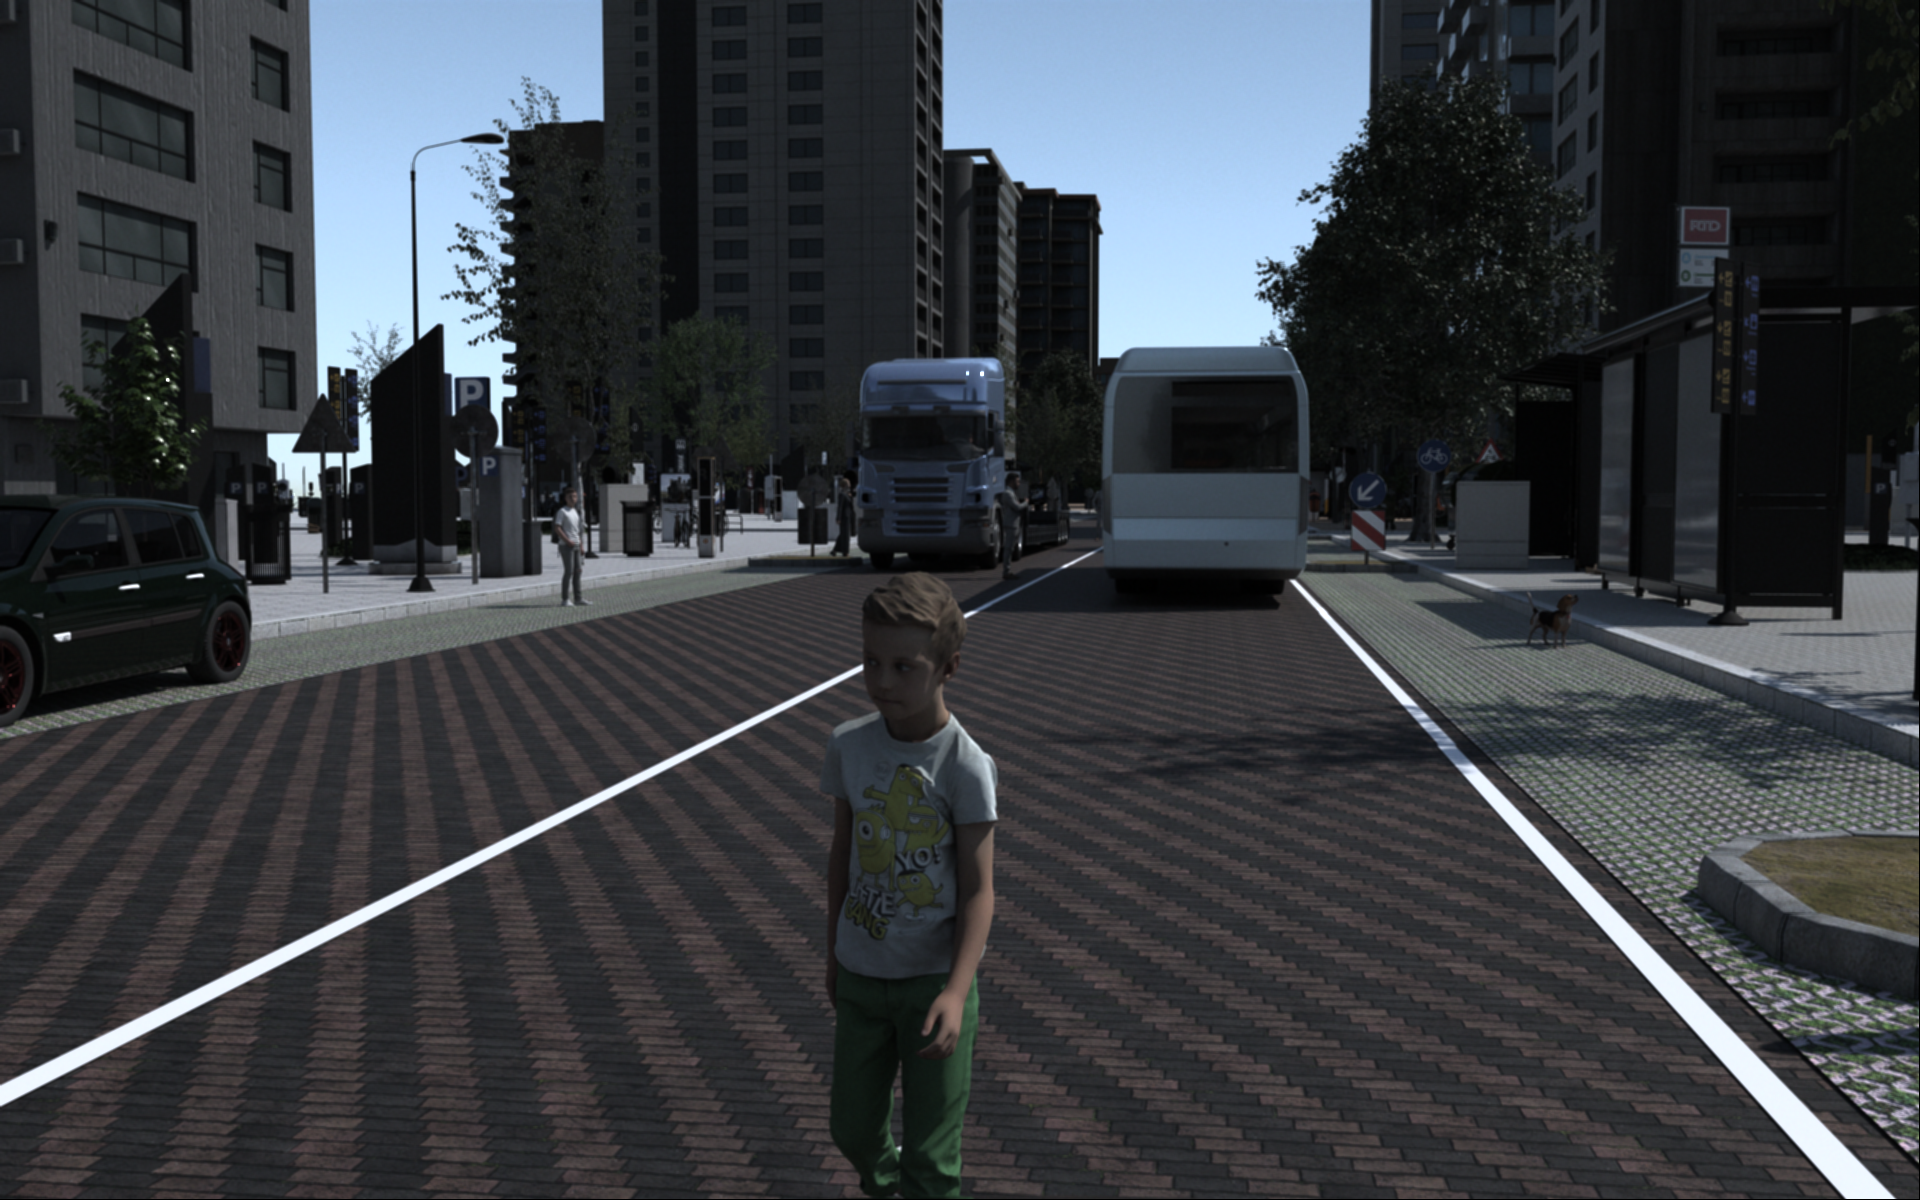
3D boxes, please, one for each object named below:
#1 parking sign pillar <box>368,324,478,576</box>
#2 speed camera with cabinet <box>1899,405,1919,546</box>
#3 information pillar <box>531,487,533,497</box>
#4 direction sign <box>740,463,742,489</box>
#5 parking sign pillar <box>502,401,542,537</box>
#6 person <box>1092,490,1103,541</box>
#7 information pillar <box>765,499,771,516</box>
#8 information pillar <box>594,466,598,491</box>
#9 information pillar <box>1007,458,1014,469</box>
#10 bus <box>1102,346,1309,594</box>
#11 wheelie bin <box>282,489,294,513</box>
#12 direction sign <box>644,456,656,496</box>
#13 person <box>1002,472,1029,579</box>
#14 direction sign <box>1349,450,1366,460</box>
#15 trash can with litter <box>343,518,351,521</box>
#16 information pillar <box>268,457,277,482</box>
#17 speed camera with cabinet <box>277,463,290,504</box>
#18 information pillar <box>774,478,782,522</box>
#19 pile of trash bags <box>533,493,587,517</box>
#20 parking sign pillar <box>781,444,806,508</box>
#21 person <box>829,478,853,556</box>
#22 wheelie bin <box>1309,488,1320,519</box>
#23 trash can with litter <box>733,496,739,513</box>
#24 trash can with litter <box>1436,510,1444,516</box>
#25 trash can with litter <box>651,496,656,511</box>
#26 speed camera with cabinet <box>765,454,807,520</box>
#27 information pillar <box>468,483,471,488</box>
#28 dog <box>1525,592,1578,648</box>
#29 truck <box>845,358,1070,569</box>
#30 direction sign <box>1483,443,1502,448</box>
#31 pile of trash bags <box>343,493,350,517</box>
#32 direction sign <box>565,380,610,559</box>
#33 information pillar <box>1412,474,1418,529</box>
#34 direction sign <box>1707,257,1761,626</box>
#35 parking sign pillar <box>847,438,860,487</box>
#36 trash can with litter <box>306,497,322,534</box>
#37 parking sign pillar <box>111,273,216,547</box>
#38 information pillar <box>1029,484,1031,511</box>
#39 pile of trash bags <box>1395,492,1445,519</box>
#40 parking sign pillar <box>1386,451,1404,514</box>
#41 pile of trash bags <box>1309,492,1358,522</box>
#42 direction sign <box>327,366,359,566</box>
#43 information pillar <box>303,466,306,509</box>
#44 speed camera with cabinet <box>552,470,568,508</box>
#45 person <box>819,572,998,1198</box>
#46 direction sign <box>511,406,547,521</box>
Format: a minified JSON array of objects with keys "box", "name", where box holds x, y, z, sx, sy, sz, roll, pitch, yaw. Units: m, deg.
[{"box":[-8.791,-2.409,27.854,1.447,3.967,1.447,1,4,18],"name":"parking sign pillar"},{"box":[21.609,-2.661,37.838,0.660,3.252,2.038,-1,4,-22],"name":"speed camera with cabinet"},{"box":[-31.629,-7.513,127.322,0.304,2.012,0.304,3,5,42],"name":"information pillar"},{"box":[-16.219,-8.341,128.379,0.379,3.537,0.876,-1,4,-18],"name":"direction sign"},{"box":[-13.099,-3.831,51.108,1.447,3.967,1.447,0,4,2],"name":"parking sign pillar"},{"box":[4.415,-2.742,53.433,0.635,1.810,0.391,-1,4,-15],"name":"person"},{"box":[-11.348,-5.972,102.139,0.304,2.012,0.304,-1,4,-16],"name":"information pillar"},{"box":[-29.954,-9.247,142.542,0.183,3.616,0.504,-3,5,-43],"name":"information pillar"},{"box":[3.279,-7.342,111.403,0.504,3.616,0.183,-2,4,-27],"name":"information pillar"},{"box":[3.846,-2.038,28.187,2.948,3.499,13.247,0,4,7],"name":"bus"},{"box":[-45.892,-6.742,118.146,0.980,1.594,0.693,0,4,-5],"name":"wheelie bin"},{"box":[-18.552,-6.749,102.337,0.876,3.537,0.379,-1,4,-15],"name":"direction sign"},{"box":[0.933,-1.259,29.265,0.466,1.800,0.511,0,4,-5],"name":"person"},{"box":[20.398,-5.927,88.896,0.876,3.537,0.379,1,4,16],"name":"direction sign"},{"box":[-29.329,-4.356,82.276,2.233,1.210,1.678,0,4,4],"name":"trash can with litter"},{"box":[-42.732,-7.113,107.644,0.504,3.616,0.183,-2,4,-29],"name":"information pillar"},{"box":[-43.546,-7.049,109.580,2.038,3.252,0.660,-1,4,-12],"name":"speed camera with cabinet"},{"box":[-8.415,-4.619,80.017,0.304,2.012,0.304,-1,4,-19],"name":"information pillar"},{"box":[-22.518,-5.300,96.409,3.447,1.369,1.912,-1,4,-20],"name":"pile of trash bags"},{"box":[-8.898,-6.378,92.757,1.447,3.967,1.447,1,4,13],"name":"parking sign pillar"},{"box":[-2.579,-1.776,37.958,0.534,1.772,0.576,-1,4,-15],"name":"person"},{"box":[17.858,-4.868,87.500,0.693,1.594,0.980,1,4,14],"name":"wheelie bin"},{"box":[-14.807,-6.641,119.634,2.233,1.210,1.678,-2,4,-26],"name":"trash can with litter"},{"box":[28.117,-5.531,101.489,2.233,1.210,1.678,-1,4,-21],"name":"trash can with litter"},{"box":[-22.664,-7.025,126.239,1.055,1.170,0.624,0,4,7],"name":"trash can with litter"},{"box":[-8.731,-5.618,86.197,2.038,3.252,0.660,2,4,31],"name":"speed camera with cabinet"},{"box":[-33.831,-7.060,119.928,0.304,2.012,0.304,3,4,38],"name":"information pillar"},{"box":[5.520,0.190,16.174,0.540,0.507,0.406,2,4,30],"name":"dog"},{"box":[0.555,-3.082,40.149,2.967,4.110,18.799,1,4,8],"name":"truck"},{"box":[23.703,-5.207,77.124,0.876,3.537,0.379,1,4,17],"name":"direction sign"},{"box":[-31.807,-4.993,91.381,3.447,1.369,1.912,1,4,10],"name":"pile of trash bags"},{"box":[-7.407,-2.601,34.526,0.876,3.537,0.379,0,4,0],"name":"direction sign"},{"box":[16.489,-3.532,62.247,0.304,2.012,0.304,-2,4,-29],"name":"information pillar"},{"box":[7.550,-1.524,16.915,0.876,3.537,0.379,-3,5,-40],"name":"direction sign"},{"box":[-4.490,-5.465,77.831,1.447,3.967,1.447,3,5,43],"name":"parking sign pillar"},{"box":[-21.038,-2.766,56.618,0.624,1.170,1.055,-1,4,-17],"name":"trash can with litter"},{"box":[-9.953,-2.028,21.637,1.447,3.967,1.447,2,4,26],"name":"parking sign pillar"},{"box":[4.939,-7.339,124.488,0.304,2.012,0.304,0,4,-6],"name":"information pillar"},{"box":[24.410,-4.971,91.033,1.912,1.369,3.447,-2,4,-25],"name":"pile of trash bags"},{"box":[26.910,-7.277,107.452,1.447,3.967,1.447,-3,4,-37],"name":"parking sign pillar"},{"box":[17.628,-4.246,79.177,3.447,1.369,1.912,1,4,18],"name":"pile of trash bags"},{"box":[-11.068,-2.395,31.158,0.379,3.537,0.876,1,4,14],"name":"direction sign"},{"box":[-55.173,-9.441,145.721,0.183,3.616,0.504,-1,4,-13],"name":"information pillar"},{"box":[-32.277,-8.922,140.208,0.660,3.252,2.038,1,4,15],"name":"speed camera with cabinet"},{"box":[-0.088,0.599,2.954,0.306,1.304,0.590,0,4,2],"name":"person"},{"box":[-11.168,-3.238,44.933,0.876,3.537,0.379,-1,4,-23],"name":"direction sign"}]
